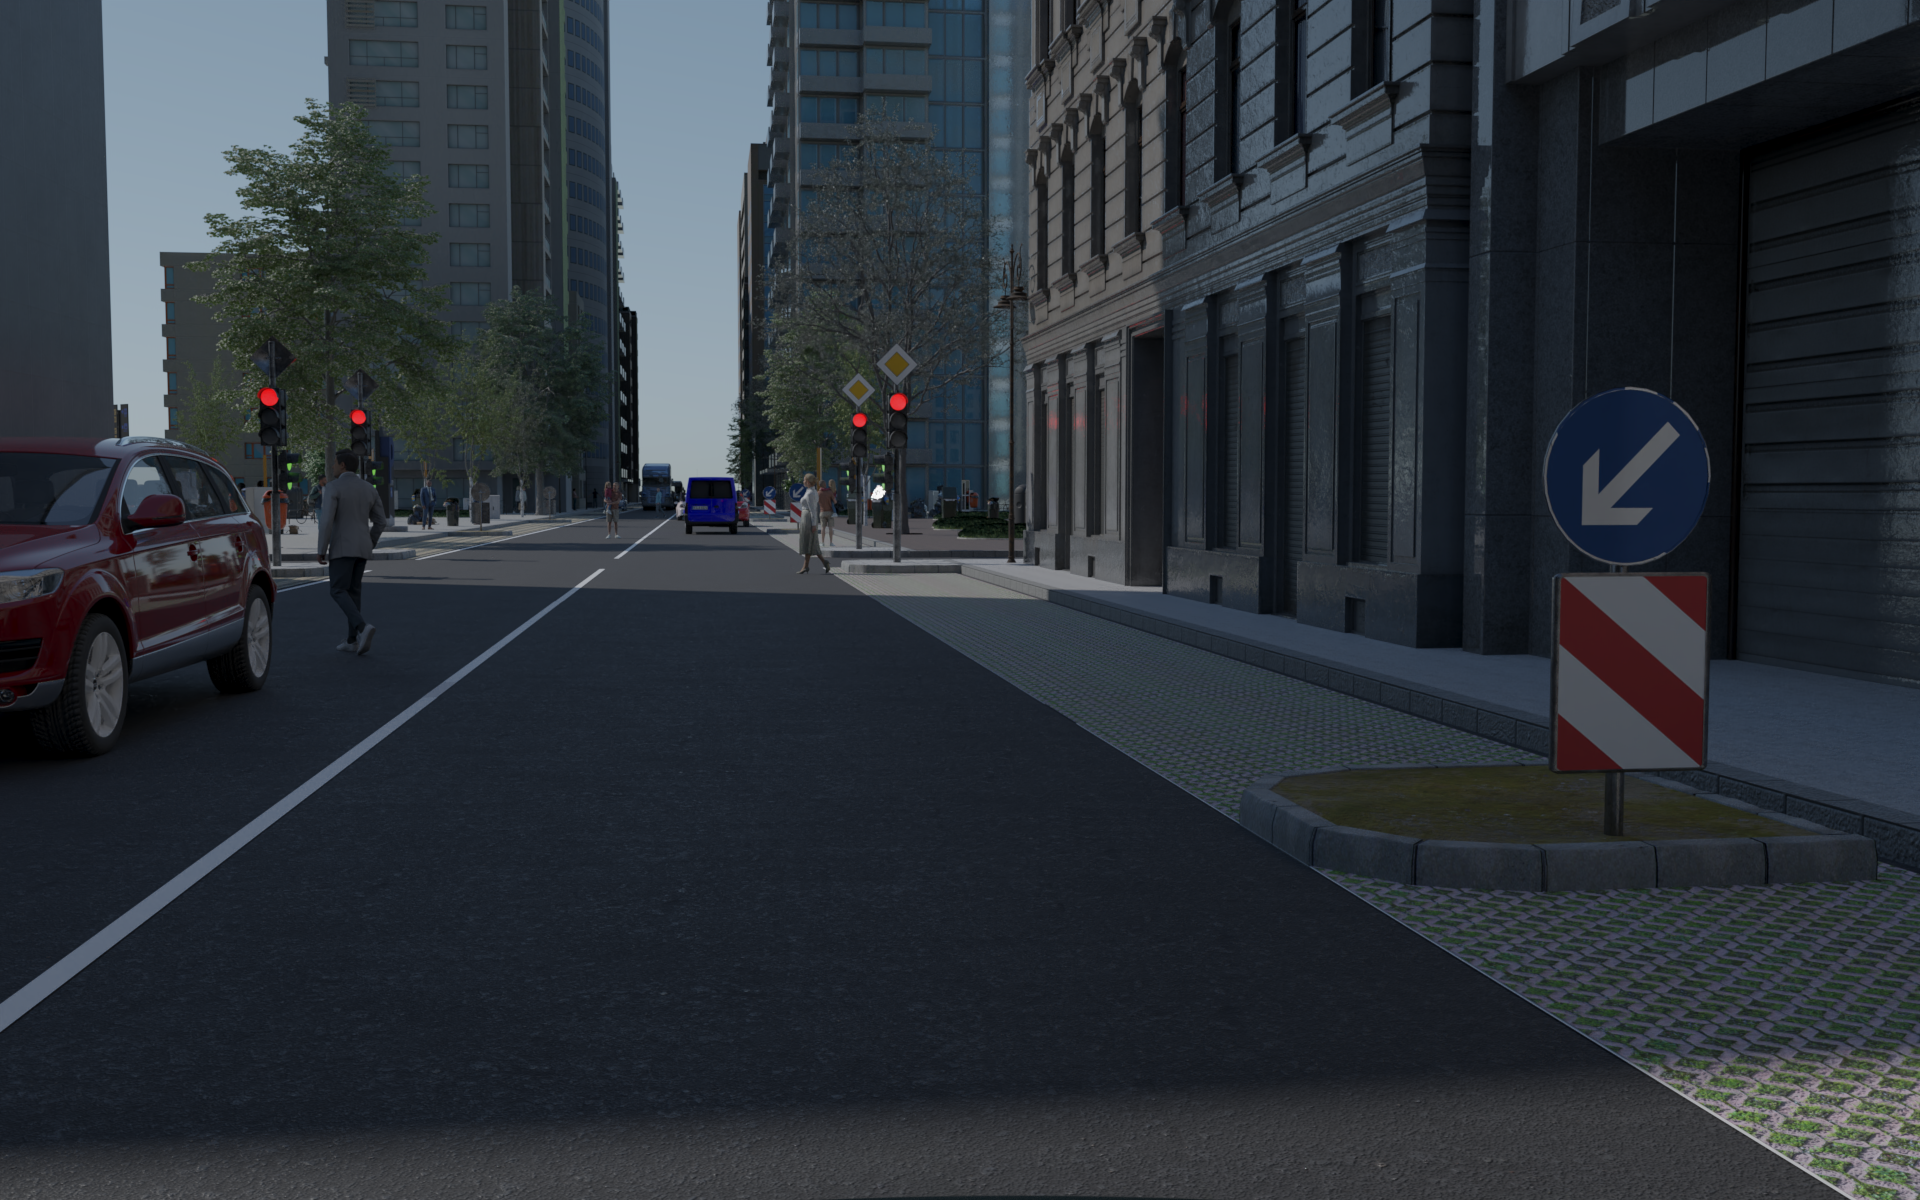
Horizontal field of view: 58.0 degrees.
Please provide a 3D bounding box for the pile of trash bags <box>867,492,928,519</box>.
[{"bbox_3d":[-3.335,-4.971,91.027,3.447,1.369,1.912,0,4,7],"label":"pile of trash bags"}]

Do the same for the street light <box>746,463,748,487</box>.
[{"bbox_3d":[-30.753,-16.678,245.474,0.468,5.910,1.993,-1,4,-8],"label":"street light"}]

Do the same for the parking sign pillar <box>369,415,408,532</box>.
[{"bbox_3d":[-19.613,-4.318,59.064,1.447,3.967,1.447,-1,4,-10],"label":"parking sign pillar"}]

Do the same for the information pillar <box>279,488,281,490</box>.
[{"bbox_3d":[-41.843,-6.268,106.981,0.304,2.012,0.304,1,4,19],"label":"information pillar"}]

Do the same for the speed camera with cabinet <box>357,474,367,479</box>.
[{"bbox_3d":[-28.681,-5.357,81.920,0.660,3.252,2.038,-3,5,-42],"label":"speed camera with cabinet"}]

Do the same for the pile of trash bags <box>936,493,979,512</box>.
[{"bbox_3d":[-0.088,-5.818,104.876,1.912,1.369,3.447,-3,5,-42],"label":"pile of trash bags"}]

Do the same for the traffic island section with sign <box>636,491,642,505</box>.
[{"bbox_3d":[-40.000,-12.811,218.092,1.989,1.847,2.006,-1,4,-8],"label":"traffic island section with sign"}]

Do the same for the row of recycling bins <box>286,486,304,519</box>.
[{"bbox_3d":[-35.003,-5.120,90.820,1.069,1.692,3.534,-1,4,-15],"label":"row of recycling bins"}]

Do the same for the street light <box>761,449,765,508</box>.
[{"bbox_3d":[-18.460,-11.606,162.539,0.468,5.910,1.993,-1,4,-8],"label":"street light"}]

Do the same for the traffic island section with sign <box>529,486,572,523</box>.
[{"bbox_3d":[-20.471,-4.769,86.593,1.989,1.847,2.006,-1,4,-8],"label":"traffic island section with sign"}]

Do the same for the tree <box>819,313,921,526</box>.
[{"bbox_3d":[-3.745,-7.291,69.565,4.737,8.622,4.395,0,3,0],"label":"tree"}]

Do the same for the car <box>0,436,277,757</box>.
[{"bbox_3d":[-5.902,-0.142,10.995,2.281,1.827,5.304,0,4,-8],"label":"car"}]

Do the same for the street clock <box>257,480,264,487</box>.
[{"bbox_3d":[-36.647,-5.286,91.002,0.471,2.002,0.358,0,4,-5],"label":"street clock"}]

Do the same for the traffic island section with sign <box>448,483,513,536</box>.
[{"bbox_3d":[-16.446,-3.111,59.487,1.989,1.847,2.006,-1,4,-8],"label":"traffic island section with sign"}]

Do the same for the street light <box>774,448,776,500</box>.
[{"bbox_3d":[-14.503,-9.957,135.581,0.468,5.910,1.993,-1,4,-8],"label":"street light"}]

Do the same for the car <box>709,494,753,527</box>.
[{"bbox_3d":[-10.286,-4.154,76.957,2.155,1.783,4.494,-1,4,-8],"label":"car"}]

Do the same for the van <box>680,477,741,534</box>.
[{"bbox_3d":[-9.159,-3.626,63.674,2.240,2.365,5.245,-1,4,-9],"label":"van"}]

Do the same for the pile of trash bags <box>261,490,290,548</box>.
[{"bbox_3d":[-17.551,-1.893,40.705,3.447,1.369,1.912,-1,4,-10],"label":"pile of trash bags"}]

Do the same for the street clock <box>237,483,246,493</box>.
[{"bbox_3d":[-45.216,-6.390,109.042,0.471,2.002,0.358,-1,4,-21],"label":"street clock"}]

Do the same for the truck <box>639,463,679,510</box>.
[{"bbox_3d":[-27.140,-10.244,157.241,2.967,4.110,18.799,0,4,-7],"label":"truck"}]

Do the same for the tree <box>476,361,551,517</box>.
[{"bbox_3d":[-24.277,-8.848,95.021,4.360,8.622,3.978,0,3,0],"label":"tree"}]

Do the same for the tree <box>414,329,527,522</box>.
[{"bbox_3d":[-21.928,-7.829,78.369,4.737,8.622,4.395,0,3,0],"label":"tree"}]

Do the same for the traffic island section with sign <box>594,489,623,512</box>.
[{"bbox_3d":[-28.069,-7.895,137.714,1.989,1.847,2.006,-1,4,-8],"label":"traffic island section with sign"}]

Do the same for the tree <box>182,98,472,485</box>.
[{"bbox_3d":[-18.101,-8.061,49.927,7.486,12.596,7.792,0,3,0],"label":"tree"}]

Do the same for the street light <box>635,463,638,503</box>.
[{"bbox_3d":[-46.839,-17.022,251.098,0.468,5.910,1.993,-1,4,-8],"label":"street light"}]

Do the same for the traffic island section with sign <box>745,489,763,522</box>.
[{"bbox_3d":[-9.983,-4.953,89.604,1.989,1.847,2.006,-1,4,-8],"label":"traffic island section with sign"}]

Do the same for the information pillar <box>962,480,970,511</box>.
[{"bbox_3d":[0.299,-5.311,91.332,0.304,2.012,0.304,-3,4,-37],"label":"information pillar"}]

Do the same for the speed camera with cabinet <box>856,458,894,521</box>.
[{"bbox_3d":[-3.966,-5.376,82.229,2.038,3.252,0.660,0,4,8],"label":"speed camera with cabinet"}]

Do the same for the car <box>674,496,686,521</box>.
[{"bbox_3d":[-14.588,-5.049,94.907,2.083,1.381,4.827,-1,4,-10],"label":"car"}]

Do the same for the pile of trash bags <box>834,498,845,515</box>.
[{"bbox_3d":[-7.374,-5.791,104.443,3.447,1.369,1.912,-1,4,-18],"label":"pile of trash bags"}]

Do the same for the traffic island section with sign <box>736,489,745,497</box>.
[{"bbox_3d":[-17.344,-7.984,139.170,1.989,1.847,2.006,-1,4,-8],"label":"traffic island section with sign"}]

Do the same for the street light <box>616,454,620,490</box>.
[{"bbox_3d":[-38.899,-13.718,197.070,0.468,5.910,1.993,-1,4,-8],"label":"street light"}]

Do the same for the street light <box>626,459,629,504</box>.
[{"bbox_3d":[-42.947,-15.366,224.015,0.468,5.910,1.993,-1,4,-8],"label":"street light"}]

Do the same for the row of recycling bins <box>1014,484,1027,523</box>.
[{"bbox_3d":[3.490,-4.041,73.176,1.069,1.692,3.534,-2,4,-35],"label":"row of recycling bins"}]

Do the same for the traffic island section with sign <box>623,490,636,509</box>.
[{"bbox_3d":[-32.020,-9.526,164.380,1.989,1.847,2.006,-1,4,-8],"label":"traffic island section with sign"}]

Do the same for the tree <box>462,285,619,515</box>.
[{"bbox_3d":[-25.490,-12.121,104.829,9.857,13.997,8.962,0,3,0],"label":"tree"}]

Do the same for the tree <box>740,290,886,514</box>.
[{"bbox_3d":[-7.579,-10.836,95.295,7.486,12.596,7.792,0,3,0],"label":"tree"}]

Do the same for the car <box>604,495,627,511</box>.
[{"bbox_3d":[-29.249,-8.263,147.103,2.014,1.417,4.499,0,4,-7],"label":"car"}]

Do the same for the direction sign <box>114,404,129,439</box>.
[{"bbox_3d":[-21.180,-3.164,43.722,0.876,3.537,0.379,3,4,37],"label":"direction sign"}]

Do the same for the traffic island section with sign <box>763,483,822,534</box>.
[{"bbox_3d":[-6.024,-3.322,62.940,1.989,1.847,2.006,-1,4,-8],"label":"traffic island section with sign"}]

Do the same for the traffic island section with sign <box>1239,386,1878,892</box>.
[{"bbox_3d":[2.256,0.089,7.170,1.989,1.847,2.006,-1,4,-8],"label":"traffic island section with sign"}]
